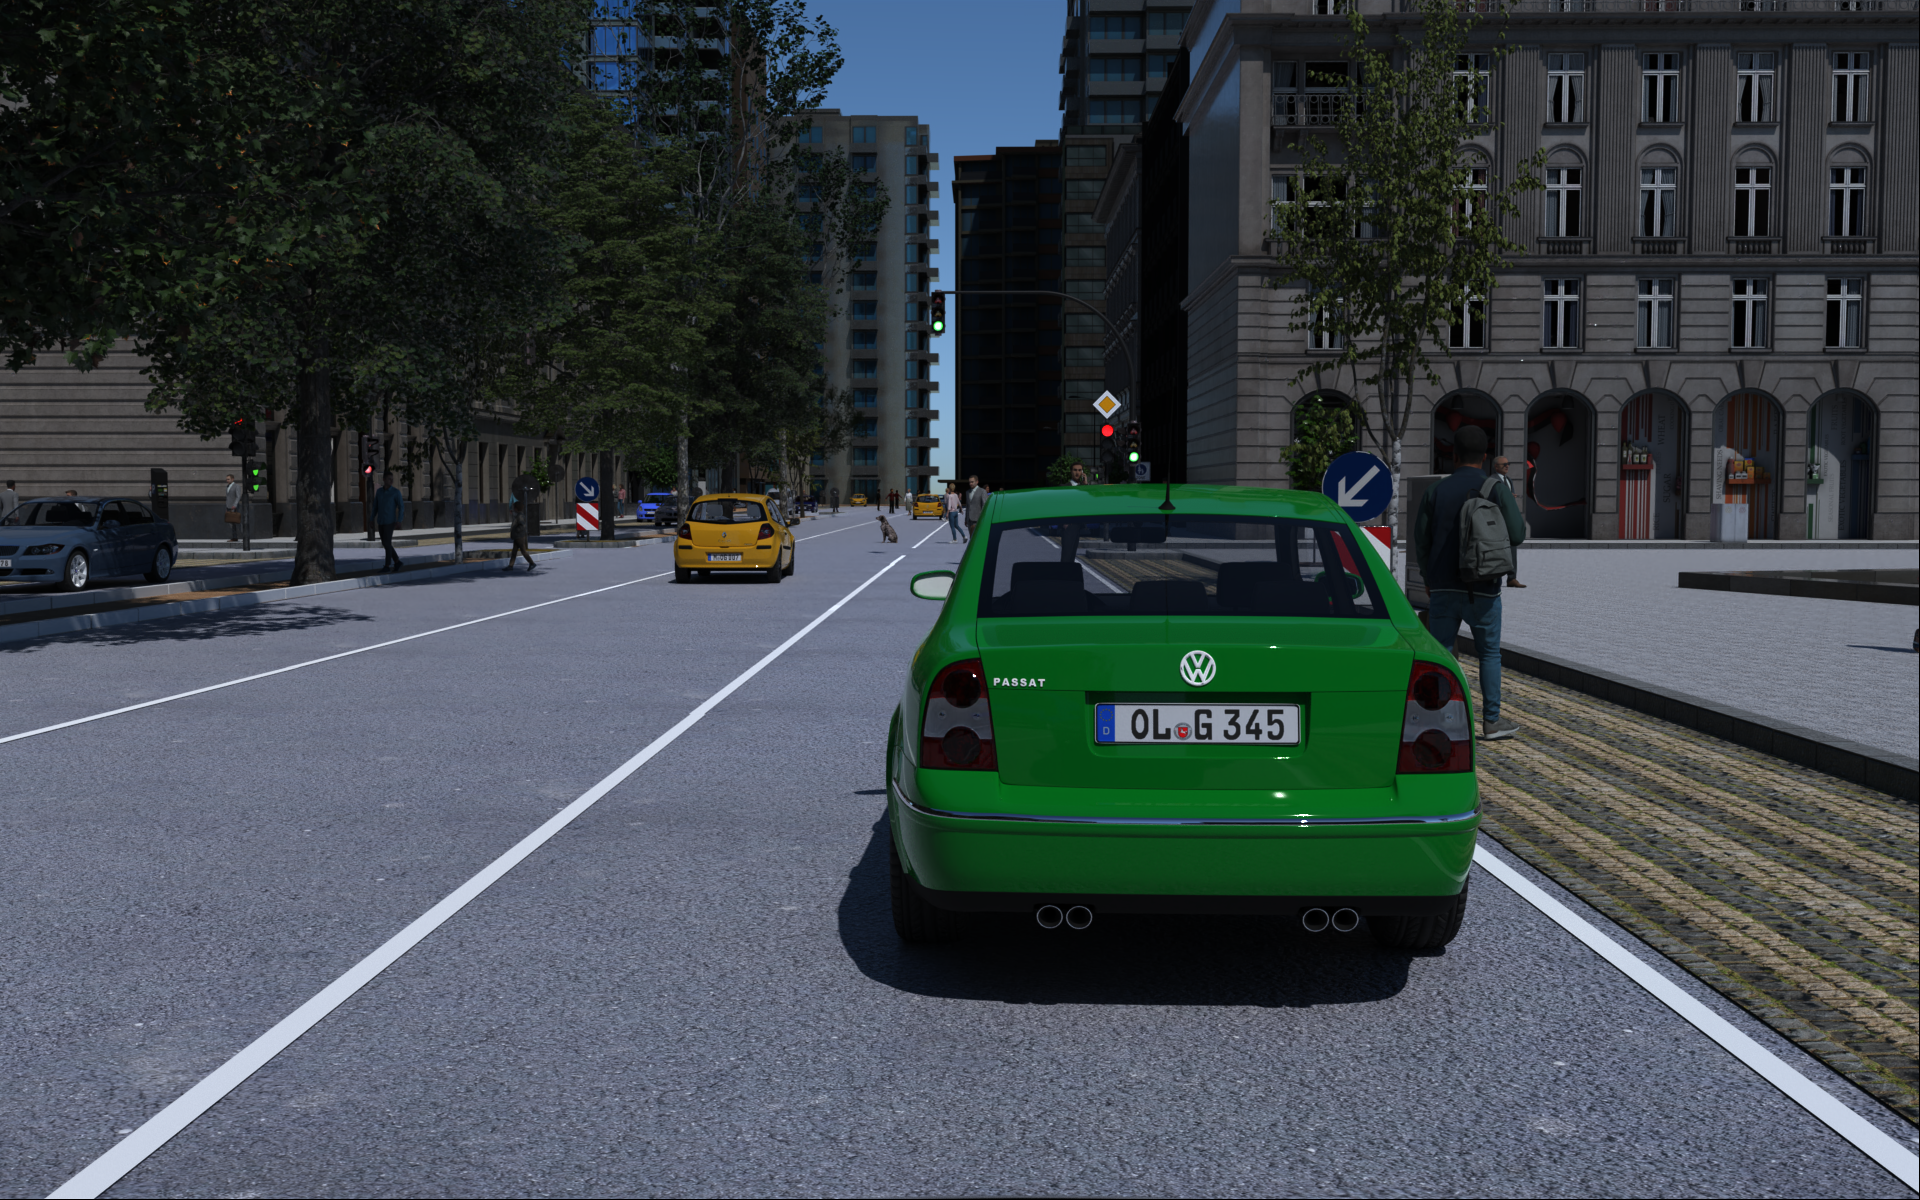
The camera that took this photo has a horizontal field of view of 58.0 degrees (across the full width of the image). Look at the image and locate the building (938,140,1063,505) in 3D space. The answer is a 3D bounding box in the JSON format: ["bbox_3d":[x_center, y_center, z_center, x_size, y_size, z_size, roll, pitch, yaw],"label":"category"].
[{"bbox_3d":[11.903,-34.388,216.865,28.867,44.769,22.147,0,4,1],"label":"building"}]

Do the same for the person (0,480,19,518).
[{"bbox_3d":[-24.037,-2.143,43.810,0.678,1.792,0.850,1,4,9],"label":"person"}]

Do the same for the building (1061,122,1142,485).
[{"bbox_3d":[15.096,-22.449,138.745,14.160,30.474,14.107,0,4,1],"label":"building"}]

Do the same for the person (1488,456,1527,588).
[{"bbox_3d":[7.466,-1.068,23.687,0.661,1.801,0.590,-2,4,-33],"label":"person"}]

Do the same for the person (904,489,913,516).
[{"bbox_3d":[-3.387,-6.522,115.356,0.478,1.798,0.641,2,4,32],"label":"person"}]

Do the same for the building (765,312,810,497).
[{"bbox_3d":[-31.780,-20.742,184.168,28.899,21.520,27.650,0,4,1],"label":"building"}]

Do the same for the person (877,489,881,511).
[{"bbox_3d":[-6.903,-8.549,147.913,0.705,1.869,1.348,0,4,-2],"label":"person"}]

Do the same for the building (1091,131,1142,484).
[{"bbox_3d":[13.026,-15.324,101.450,10.553,20.767,40.483,0,4,1],"label":"building"}]

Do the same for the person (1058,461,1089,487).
[{"bbox_3d":[1.662,-1.049,25.012,0.474,1.900,0.648,3,5,39],"label":"person"}]

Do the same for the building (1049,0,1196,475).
[{"bbox_3d":[20.534,-33.073,160.346,23.786,49.044,30.456,0,4,1],"label":"building"}]

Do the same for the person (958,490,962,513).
[{"bbox_3d":[-0.082,-7.478,131.480,0.721,1.736,1.217,0,4,4],"label":"person"}]

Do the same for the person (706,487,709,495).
[{"bbox_3d":[-17.071,-6.715,116.111,0.678,1.792,0.850,0,4,6],"label":"person"}]

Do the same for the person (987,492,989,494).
[{"bbox_3d":[2.107,-7.329,129.052,1.217,1.743,0.721,-1,4,-11],"label":"person"}]

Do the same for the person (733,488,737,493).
[{"bbox_3d":[-17.264,-7.650,131.904,0.721,1.735,1.217,0,4,5],"label":"person"}]

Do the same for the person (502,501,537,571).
[{"bbox_3d":[-8.187,-1.189,32.207,0.640,1.303,0.475,-2,4,-35],"label":"person"}]

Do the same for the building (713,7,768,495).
[{"bbox_3d":[-25.612,-31.226,160.659,14.600,45.320,14.200,0,4,1],"label":"building"}]

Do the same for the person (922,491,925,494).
[{"bbox_3d":[-3.985,-11.197,191.655,1.350,1.814,0.705,0,4,7],"label":"person"}]

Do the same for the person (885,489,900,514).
[{"bbox_3d":[-4.976,-7.241,126.850,1.348,1.831,0.705,-3,4,-39],"label":"person"}]

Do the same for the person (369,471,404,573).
[{"bbox_3d":[-10.341,-1.414,31.486,0.638,1.841,0.748,2,4,29],"label":"person"}]

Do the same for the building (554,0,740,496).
[{"bbox_3d":[-28.951,-50.360,136.062,22.319,86.520,31.000,0,4,1],"label":"building"}]

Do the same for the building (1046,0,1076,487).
[{"bbox_3d":[19.890,-45.683,185.167,20.563,71.187,20.611,0,4,1],"label":"building"}]

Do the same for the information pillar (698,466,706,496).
[{"bbox_3d":[-16.750,-7.414,112.574,0.504,3.616,0.183,1,4,8],"label":"information pillar"}]

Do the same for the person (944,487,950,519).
[{"bbox_3d":[-0.598,-5.242,94.196,0.794,1.824,0.713,1,4,23],"label":"person"}]

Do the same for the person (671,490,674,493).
[{"bbox_3d":[-18.957,-6.646,114.722,0.555,1.821,0.388,-2,4,-29],"label":"person"}]

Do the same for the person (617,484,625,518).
[{"bbox_3d":[-18.056,-5.268,92.187,0.555,1.821,0.388,2,4,27],"label":"person"}]

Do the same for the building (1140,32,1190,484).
[{"bbox_3d":[14.520,-14.886,73.061,12.332,23.373,15.834,0,4,1],"label":"building"}]

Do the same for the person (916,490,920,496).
[{"bbox_3d":[-3.678,-8.922,154.386,0.705,1.822,1.348,0,4,-6],"label":"person"}]

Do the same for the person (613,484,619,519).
[{"bbox_3d":[-18.165,-5.177,90.869,0.537,1.800,0.526,3,4,39],"label":"person"}]

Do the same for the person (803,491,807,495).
[{"bbox_3d":[-13.894,-8.867,154.029,0.990,1.755,0.434,0,4,-3],"label":"person"}]

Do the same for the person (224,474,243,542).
[{"bbox_3d":[-19.532,-2.468,46.520,0.709,1.813,0.853,2,4,28],"label":"person"}]

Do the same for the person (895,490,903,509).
[{"bbox_3d":[-6.155,-9.862,169.698,1.348,1.831,0.705,3,4,38],"label":"person"}]

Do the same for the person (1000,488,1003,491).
[{"bbox_3d":[2.752,-6.484,114.485,0.573,1.828,0.580,-2,4,-27],"label":"person"}]

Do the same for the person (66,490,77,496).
[{"bbox_3d":[-16.571,-1.309,32.497,0.503,1.515,0.523,-3,4,-36],"label":"person"}]

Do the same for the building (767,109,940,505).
[{"bbox_3d":[-17.810,-36.600,218.012,30.456,49.044,23.786,0,4,1],"label":"building"}]

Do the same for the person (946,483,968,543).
[{"bbox_3d":[-0.053,-2.512,50.235,0.598,1.740,0.731,1,4,19],"label":"person"}]

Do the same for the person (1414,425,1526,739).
[{"bbox_3d":[2.868,-0.091,9.968,0.713,1.824,0.794,-3,5,-43],"label":"person"}]

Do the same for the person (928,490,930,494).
[{"bbox_3d":[-3.292,-10.943,187.387,0.705,1.831,1.348,0,4,2],"label":"person"}]

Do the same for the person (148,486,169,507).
[{"bbox_3d":[-21.985,-2.528,47.478,0.679,1.850,0.850,1,4,22],"label":"person"}]

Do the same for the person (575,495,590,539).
[{"bbox_3d":[-11.924,-2.801,54.851,0.519,1.759,0.362,3,5,40],"label":"person"}]

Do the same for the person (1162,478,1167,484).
[{"bbox_3d":[6.266,-2.826,52.597,0.623,1.781,0.721,-2,4,-26],"label":"person"}]

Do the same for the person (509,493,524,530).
[{"bbox_3d":[-14.613,-2.978,57.212,0.660,1.820,0.620,0,4,6],"label":"person"}]

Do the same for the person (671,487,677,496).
[{"bbox_3d":[-17.766,-6.164,107.386,0.480,1.755,0.524,1,4,16],"label":"person"}]

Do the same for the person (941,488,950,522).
[{"bbox_3d":[-0.715,-4.953,90.151,0.598,1.740,0.731,-3,4,-36],"label":"person"}]

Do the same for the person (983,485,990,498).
[{"bbox_3d":[1.010,-3.356,63.724,0.532,1.782,0.716,1,4,17],"label":"person"}]

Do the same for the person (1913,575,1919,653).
[{"bbox_3d":[7.933,-0.170,13.833,0.505,1.210,0.382,1,4,13],"label":"person"}]

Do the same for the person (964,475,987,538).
[{"bbox_3d":[0.320,-1.602,34.809,0.709,1.813,0.853,3,4,39],"label":"person"}]

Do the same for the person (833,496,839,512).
[{"bbox_3d":[-9.519,-7.575,133.268,0.530,1.710,0.541,-1,4,-13],"label":"person"}]

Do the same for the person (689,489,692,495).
[{"bbox_3d":[-18.986,-6.985,120.428,0.592,1.802,0.473,3,4,37],"label":"person"}]

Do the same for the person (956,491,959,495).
[{"bbox_3d":[-0.440,-10.354,178.312,0.750,1.759,0.617,-1,4,-16],"label":"person"}]
